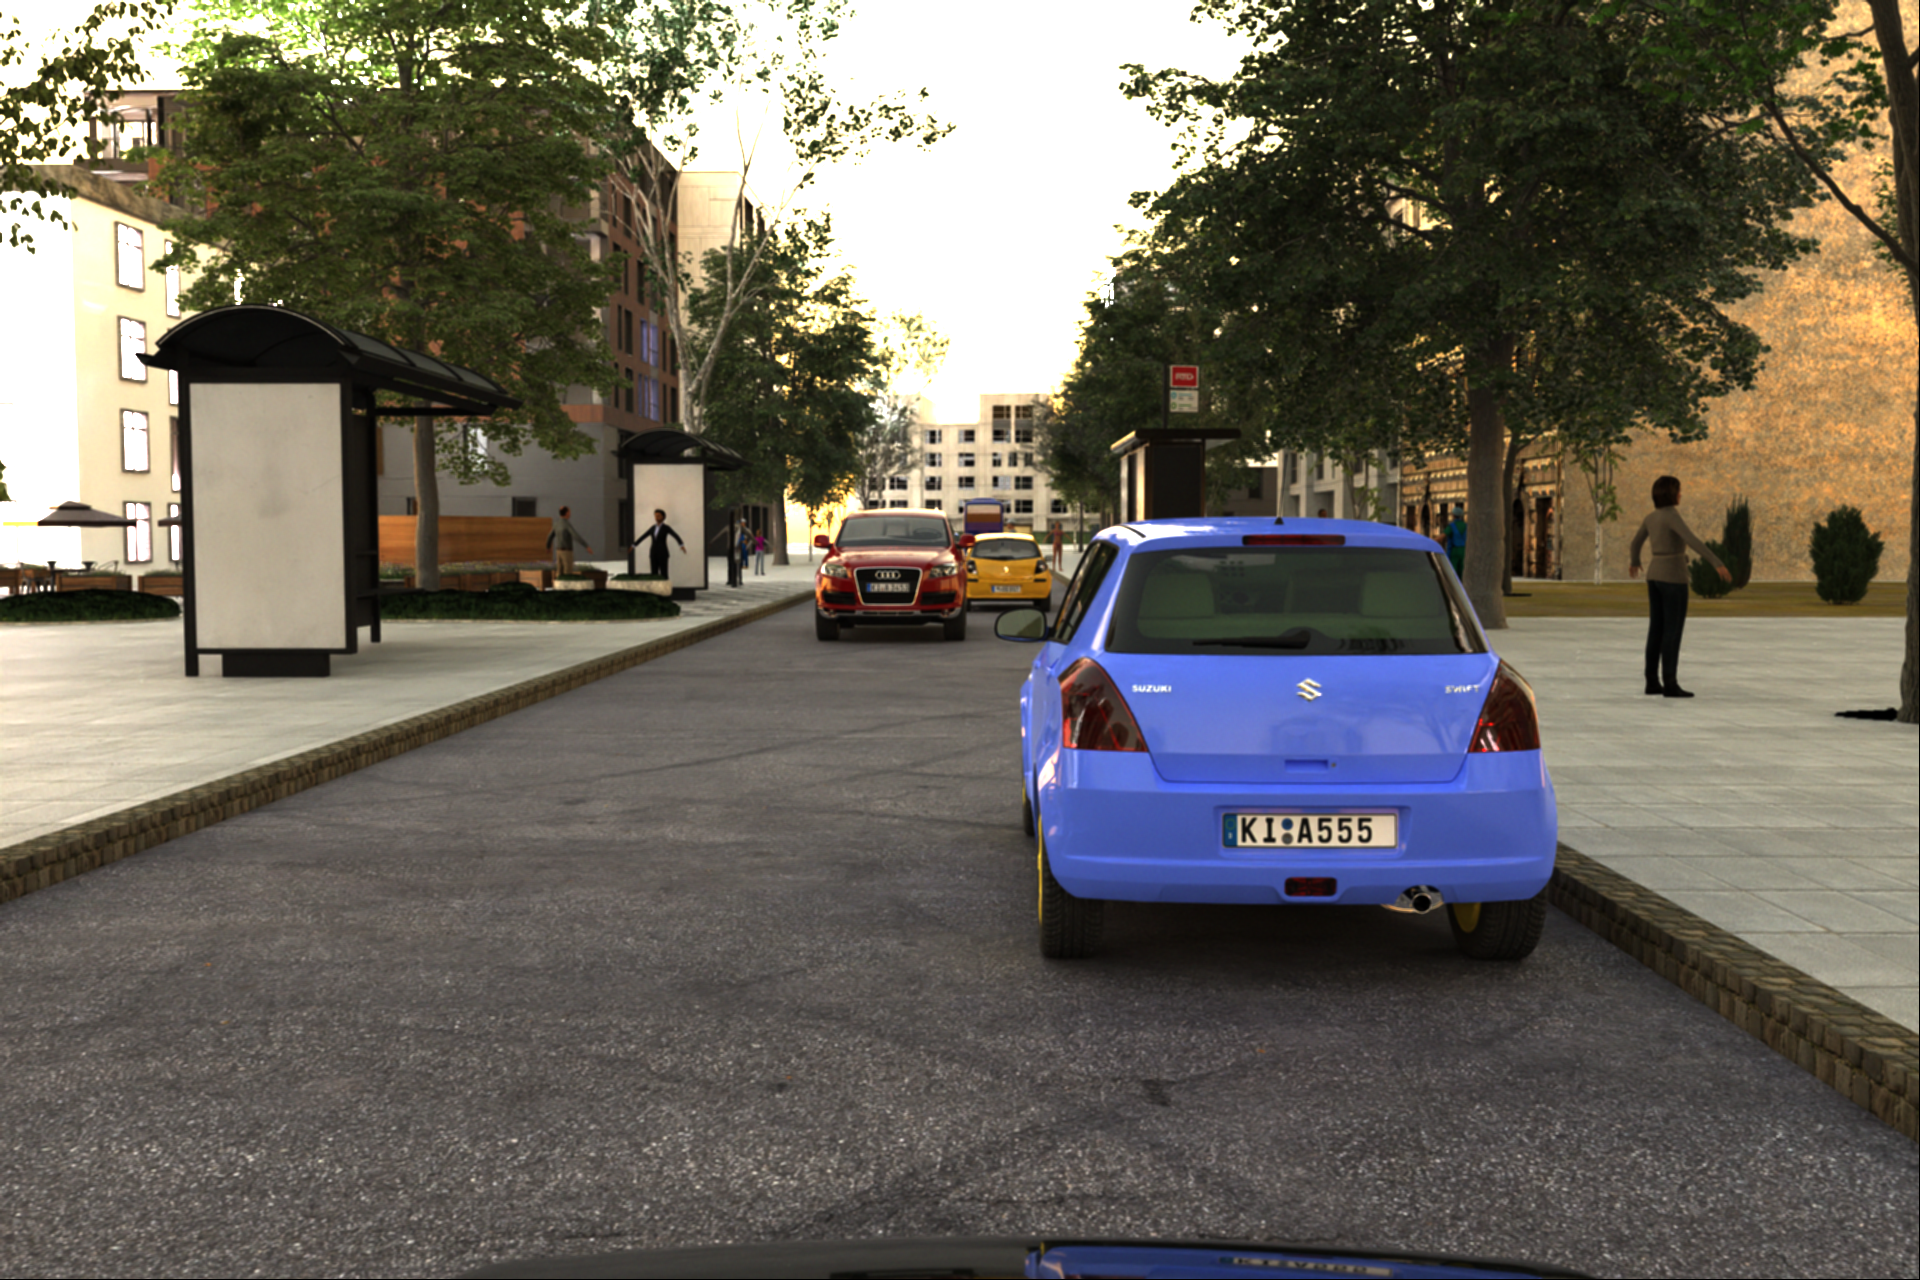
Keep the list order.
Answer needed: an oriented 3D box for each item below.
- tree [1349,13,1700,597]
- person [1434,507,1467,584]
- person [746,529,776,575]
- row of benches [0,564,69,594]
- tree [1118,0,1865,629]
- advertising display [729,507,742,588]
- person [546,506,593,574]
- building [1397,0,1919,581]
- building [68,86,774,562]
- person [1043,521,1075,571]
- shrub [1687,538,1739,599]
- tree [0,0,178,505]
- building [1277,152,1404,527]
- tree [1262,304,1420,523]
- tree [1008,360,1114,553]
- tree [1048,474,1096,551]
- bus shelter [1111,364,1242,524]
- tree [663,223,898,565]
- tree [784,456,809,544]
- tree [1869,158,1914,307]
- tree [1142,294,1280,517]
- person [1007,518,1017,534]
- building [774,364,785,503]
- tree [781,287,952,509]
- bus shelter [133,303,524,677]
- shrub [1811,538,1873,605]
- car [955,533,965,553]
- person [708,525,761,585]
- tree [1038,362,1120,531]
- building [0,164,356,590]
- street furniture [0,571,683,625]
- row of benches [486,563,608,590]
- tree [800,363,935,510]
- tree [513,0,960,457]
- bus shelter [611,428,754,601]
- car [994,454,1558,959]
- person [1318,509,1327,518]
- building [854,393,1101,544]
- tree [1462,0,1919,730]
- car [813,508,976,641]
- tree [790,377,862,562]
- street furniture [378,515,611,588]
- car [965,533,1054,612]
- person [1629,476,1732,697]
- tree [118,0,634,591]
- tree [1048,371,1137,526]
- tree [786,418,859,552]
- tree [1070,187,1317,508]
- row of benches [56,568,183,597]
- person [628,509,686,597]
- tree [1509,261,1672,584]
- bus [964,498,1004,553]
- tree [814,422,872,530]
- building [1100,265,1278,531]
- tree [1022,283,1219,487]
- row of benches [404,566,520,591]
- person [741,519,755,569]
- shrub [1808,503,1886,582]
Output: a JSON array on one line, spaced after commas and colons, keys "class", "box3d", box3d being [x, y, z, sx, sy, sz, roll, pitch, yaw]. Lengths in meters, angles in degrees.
[{"class": "tree", "box3d": [11.261, -6.711, 35.488, 9.928, 11.665, 9.643, 0, 3, 0]}, {"class": "person", "box3d": [9.860, -1.733, 34.460, 1.347, 1.817, 0.704, -2, 4, -24]}, {"class": "person", "box3d": [-6.215, -2.729, 53.886, 0.991, 1.433, 0.599, 1, 4, 14]}, {"class": "row of benches", "box3d": [-20.143, -1.241, 35.758, 1.422, 0.672, 4.104, 1, 4, 13]}, {"class": "tree", "box3d": [7.020, -7.132, 23.260, 9.857, 13.997, 8.962, 0, 3, 0]}, {"class": "advertising display", "box3d": [-5.426, -2.243, 41.884, 0.123, 1.923, 0.974, 0, 4, 3]}, {"class": "person", "box3d": [-7.295, -1.579, 32.086, 1.348, 1.796, 0.705, 3, 5, 40]}, {"class": "building", "box3d": [25.784, -13.760, 55.906, 19.493, 23.208, 18.063, 0, 4, 0]}, {"class": "building", "box3d": [-26.443, -15.410, 95.936, 27.936, 21.610, 32.646, 0, 4, 2]}, {"class": "person", "box3d": [3.424, -3.269, 60.248, 1.217, 1.733, 0.721, -1, 4, -22]}, {"class": "shrub", "box3d": [15.000, -1.432, 34.537, 1.383, 1.207, 1.383, 0, 3, 0]}, {"class": "tree", "box3d": [-8.321, -3.821, 12.840, 4.737, 8.622, 4.395, 0, 3, 0]}, {"class": "building", "box3d": [26.016, -13.116, 80.905, 16.747, 18.905, 31.486, 0, 4, 0]}, {"class": "tree", "box3d": [10.431, -5.855, 46.084, 4.737, 8.622, 4.395, 0, 3, 0]}, {"class": "tree", "box3d": [8.405, -12.762, 119.036, 12.009, 13.543, 11.850, 0, 3, 0]}, {"class": "tree", "box3d": [8.647, -10.982, 129.922, 4.737, 8.622, 4.395, 0, 3, 0]}, {"class": "bus shelter", "box3d": [4.568, -3.727, 38.575, 2.179, 5.291, 8.768, 0, 4, 0]}, {"class": "tree", "box3d": [-7.403, -10.048, 70.948, 9.857, 13.997, 8.962, 0, 3, 0]}, {"class": "tree", "box3d": [-22.620, -19.205, 224.365, 12.009, 13.543, 11.850, 0, 3, 0]}, {"class": "tree", "box3d": [21.064, -6.529, 32.508, 9.928, 11.665, 9.643, 0, 3, 0]}, {"class": "tree", "box3d": [7.401, -6.335, 53.945, 4.360, 8.622, 3.978, 0, 3, 0]}, {"class": "person", "box3d": [1.338, -2.296, 45.849, 0.705, 1.847, 1.347, 1, 4, 17]}, {"class": "building", "box3d": [-24.718, -19.834, 180.708, 16.016, 20.090, 11.380, 0, 4, 1]}, {"class": "tree", "box3d": [-7.329, -16.975, 133.434, 12.611, 20.169, 13.585, 0, 3, 0]}, {"class": "bus shelter", "box3d": [-6.214, -1.471, 17.980, 2.014, 3.302, 5.546, 0, 3, 0]}, {"class": "shrub", "box3d": [16.022, -1.245, 31.470, 1.383, 1.207, 1.383, 0, 3, 0]}, {"class": "car", "box3d": [-0.626, -4.005, 75.077, 1.945, 1.707, 3.694, 0, 4, 1]}, {"class": "person", "box3d": [-5.699, -2.302, 43.768, 1.348, 1.813, 0.705, 0, 4, -3]}, {"class": "tree", "box3d": [8.611, -11.555, 107.055, 7.486, 12.596, 7.792, 0, 3, 0]}, {"class": "building", "box3d": [-24.428, -6.813, 53.535, 9.099, 9.664, 28.070, 0, 4, 1]}, {"class": "street furniture", "box3d": [-9.254, -0.703, 27.117, 10.072, 0.657, 5.734, 0, 4, 1]}, {"class": "row of benches", "box3d": [-8.610, -1.247, 35.858, 1.422, 0.672, 4.104, -3, 5, -44]}, {"class": "tree", "box3d": [-6.652, -12.864, 120.702, 12.009, 13.543, 11.850, 0, 3, 0]}, {"class": "tree", "box3d": [-6.907, -11.857, 49.754, 12.611, 20.169, 13.585, 0, 3, 0]}, {"class": "bus shelter", "box3d": [-5.606, -2.558, 35.749, 2.014, 3.302, 5.546, 0, 4, 1]}, {"class": "car", "box3d": [1.112, 0.150, 7.142, 1.945, 1.707, 3.694, 0, 4, 1]}, {"class": "person", "box3d": [7.608, -1.842, 36.345, 1.346, 1.802, 0.704, -1, 4, -16]}, {"class": "building", "box3d": [3.286, -21.716, 223.968, 31.486, 18.905, 16.747, 0, 4, 6]}, {"class": "tree", "box3d": [6.516, -5.250, 11.588, 9.928, 11.665, 9.643, 0, 3, 0]}, {"class": "car", "box3d": [-0.914, -0.999, 25.000, 2.281, 1.827, 5.304, 0, 4, 0]}, {"class": "tree", "box3d": [-6.763, -7.982, 80.875, 4.737, 8.622, 4.395, 0, 3, 0]}, {"class": "street furniture", "box3d": [-13.539, -2.192, 42.698, 11.010, 1.723, 9.812, 1, 4, 23]}, {"class": "car", "box3d": [0.833, -1.413, 33.327, 2.015, 1.641, 3.980, 0, 3, 0]}, {"class": "person", "box3d": [5.670, -0.426, 13.727, 0.721, 1.744, 1.215, -1, 4, -13]}, {"class": "tree", "box3d": [-8.534, -6.603, 26.093, 7.486, 12.596, 7.792, 0, 3, 0]}, {"class": "tree", "box3d": [8.393, -9.884, 96.020, 8.767, 10.594, 7.601, 3, 4, 38]}, {"class": "tree", "box3d": [-6.686, -8.624, 91.361, 4.360, 8.622, 3.978, 0, 3, 0]}, {"class": "tree", "box3d": [8.154, -9.565, 63.039, 9.857, 13.997, 8.962, 0, 3, 0]}, {"class": "row of benches", "box3d": [-13.898, -0.943, 30.883, 4.104, 0.672, 1.422, 0, 4, -1]}, {"class": "person", "box3d": [-5.635, -1.562, 32.263, 1.216, 1.740, 0.721, 1, 4, 20]}, {"class": "tree", "box3d": [16.052, -5.719, 43.873, 4.737, 8.622, 4.395, 0, 3, 0]}, {"class": "bus", "box3d": [1.622, -7.727, 117.889, 2.896, 3.916, 12.251, 0, 4, 1]}, {"class": "tree", "box3d": [-7.030, -9.253, 101.641, 4.737, 8.622, 4.395, 0, 3, 0]}, {"class": "building", "box3d": [25.765, -18.600, 148.078, 27.936, 21.610, 32.646, 0, 4, 1]}, {"class": "tree", "box3d": [8.087, -10.586, 83.453, 12.009, 13.543, 11.850, 0, 3, 0]}, {"class": "row of benches", "box3d": [-9.236, -1.025, 32.216, 1.422, 0.672, 4.104, 0, 4, 7]}, {"class": "person", "box3d": [-8.008, -3.551, 63.917, 1.347, 1.847, 0.705, 3, 4, 37]}, {"class": "shrub", "box3d": [21.064, -2.248, 41.180, 1.690, 2.028, 1.600, 0, 3, 0]}]
